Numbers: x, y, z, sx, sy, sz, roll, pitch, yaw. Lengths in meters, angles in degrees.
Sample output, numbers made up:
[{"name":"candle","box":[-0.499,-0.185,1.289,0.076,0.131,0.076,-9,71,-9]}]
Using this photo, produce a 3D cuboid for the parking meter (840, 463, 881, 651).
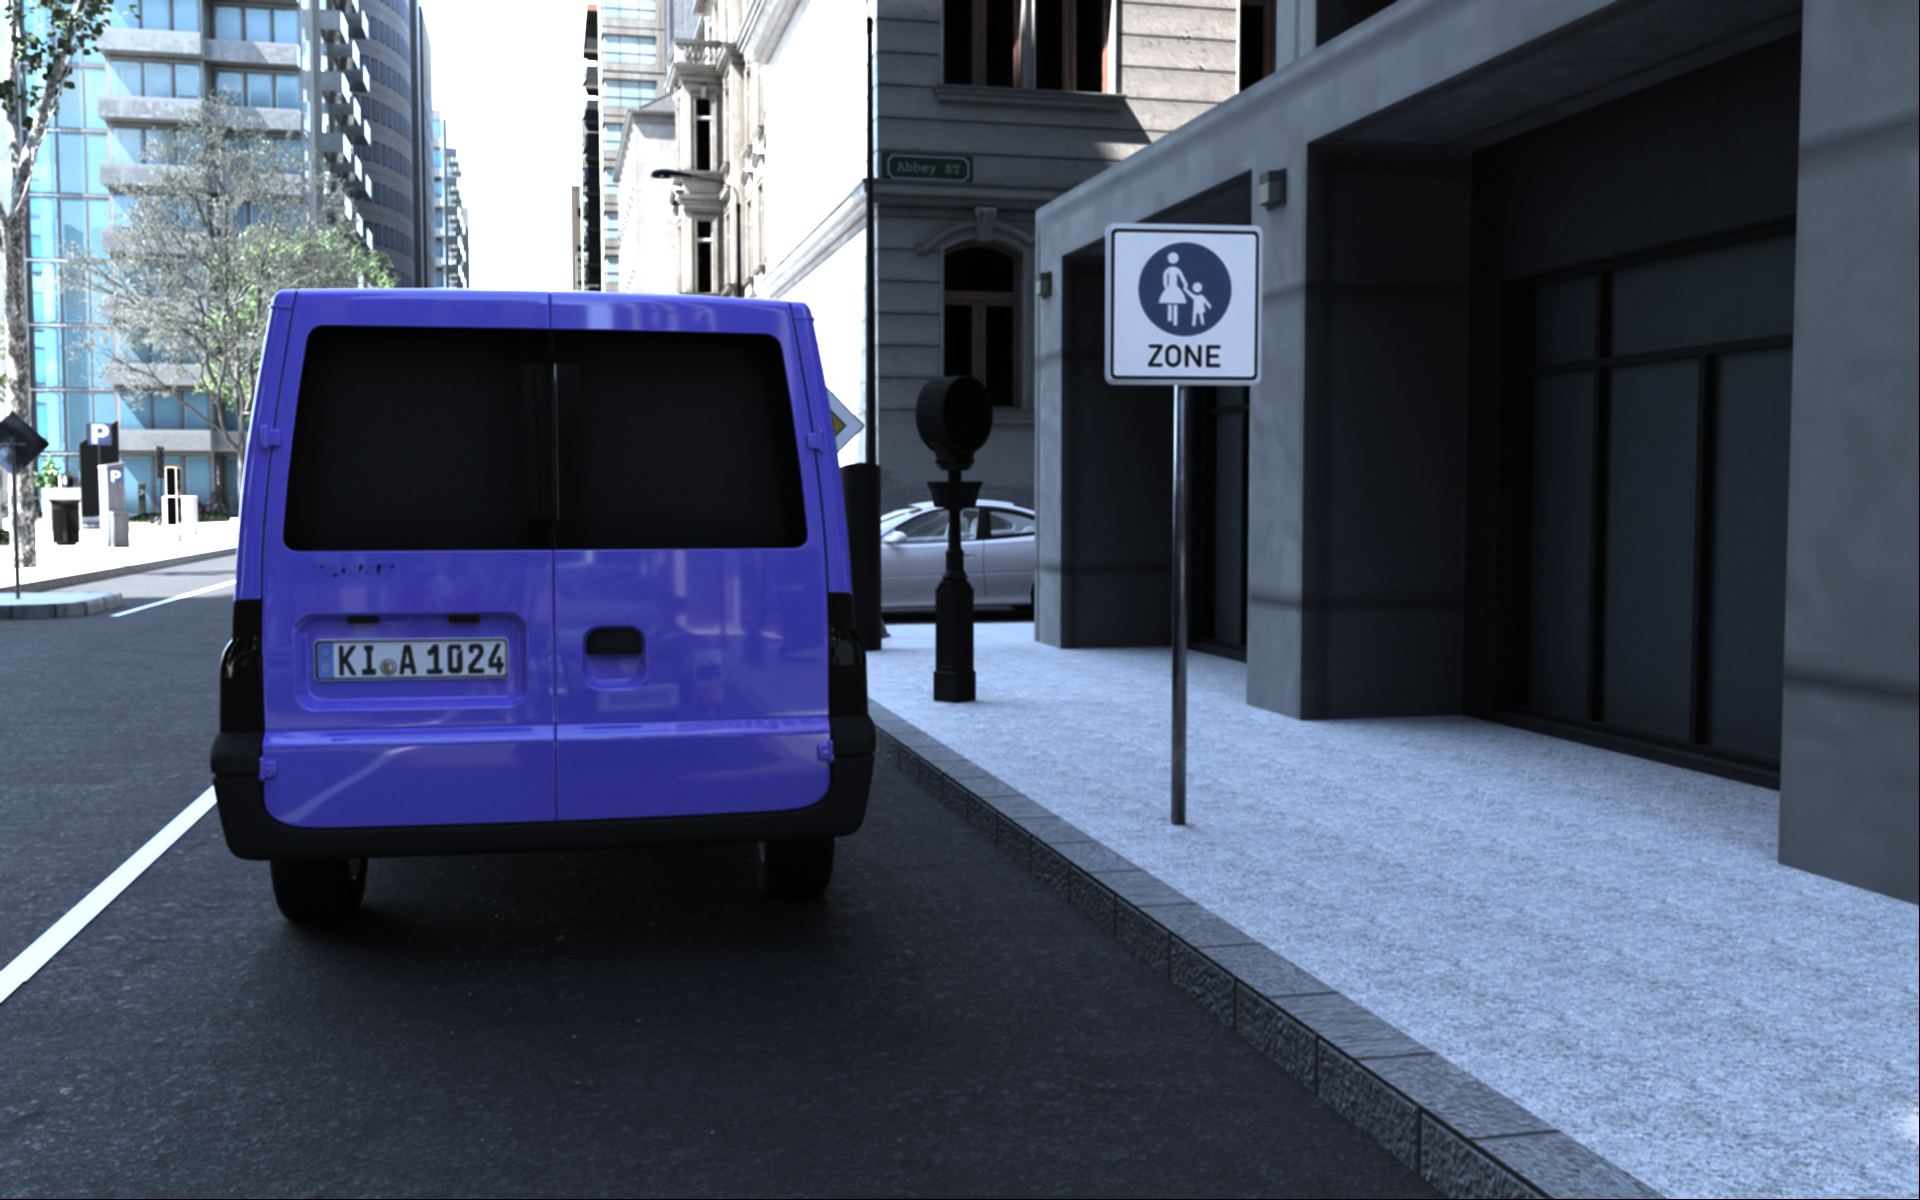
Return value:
[{"name":"parking meter","box":[-0.836,-0.358,14.268,0.372,1.533,0.369,0,3,0]}]

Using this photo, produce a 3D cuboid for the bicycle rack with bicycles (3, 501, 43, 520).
[{"name":"bicycle rack with bicycles","box":[-46.915,-4.486,86.731,2.852,0.926,2.925,1,4,10]}]

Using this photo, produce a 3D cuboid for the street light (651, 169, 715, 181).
[{"name":"street light","box":[-3.727,-3.211,25.039,1.470,5.913,1.316,-1,4,-13]}]

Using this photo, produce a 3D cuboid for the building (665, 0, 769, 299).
[{"name":"building","box":[-3.211,-14.900,62.706,14.460,24.649,34.723,-1,4,-13]}]

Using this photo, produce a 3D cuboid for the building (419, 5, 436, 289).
[{"name":"building","box":[-54.723,-30.922,155.680,14.600,45.320,14.200,-1,4,-13]}]

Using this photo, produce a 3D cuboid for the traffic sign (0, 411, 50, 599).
[{"name":"traffic sign","box":[-11.515,-1.069,21.116,0.795,2.450,0.064,-1,4,-13]}]

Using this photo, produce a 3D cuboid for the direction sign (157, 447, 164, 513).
[{"name":"direction sign","box":[-38.267,-5.563,82.953,0.379,3.537,0.876,0,4,-7]}]

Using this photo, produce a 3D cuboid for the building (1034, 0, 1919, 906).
[{"name":"building","box":[12.969,-34.684,5.342,20.563,71.187,20.611,-1,4,-13]}]

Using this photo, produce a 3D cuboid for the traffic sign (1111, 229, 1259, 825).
[{"name":"traffic sign","box":[0.848,-0.277,6.664,0.606,2.300,0.079,0,4,-7]}]

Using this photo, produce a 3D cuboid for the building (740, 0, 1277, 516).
[{"name":"building","box":[8.103,-15.018,32.938,23.554,28.519,14.401,-1,4,-13]}]

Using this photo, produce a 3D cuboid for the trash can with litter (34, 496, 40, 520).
[{"name":"trash can with litter","box":[-45.158,-4.437,83.933,1.055,1.170,0.624,1,4,20]}]

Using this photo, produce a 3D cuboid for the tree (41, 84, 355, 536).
[{"name":"tree","box":[-22.205,-8.725,53.019,12.009,13.543,11.850,0,3,0]}]

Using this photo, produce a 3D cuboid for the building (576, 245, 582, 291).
[{"name":"building","box":[-37.811,-26.421,203.677,14.160,30.474,14.107,-1,4,-13]}]

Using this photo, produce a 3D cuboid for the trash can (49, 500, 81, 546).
[{"name":"trash can","box":[-22.378,-1.938,43.337,0.748,1.137,0.748,0,3,0]}]

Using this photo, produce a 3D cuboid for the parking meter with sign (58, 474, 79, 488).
[{"name":"parking meter with sign","box":[-34.371,-4.315,66.808,1.738,3.016,0.543,-3,4,-36]}]

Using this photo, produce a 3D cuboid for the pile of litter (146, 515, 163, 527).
[{"name":"pile of litter","box":[-31.124,-3.323,68.289,1.719,0.858,1.176,-1,4,-14]}]

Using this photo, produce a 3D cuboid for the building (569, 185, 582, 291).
[{"name":"building","box":[-47.925,-36.414,245.486,14.600,45.320,14.200,-1,4,-13]}]

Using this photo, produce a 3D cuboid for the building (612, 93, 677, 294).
[{"name":"building","box":[-12.296,-14.617,88.134,9.793,20.994,18.267,-1,4,-13]}]

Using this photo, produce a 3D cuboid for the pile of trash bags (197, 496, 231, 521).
[{"name":"pile of trash bags","box":[-35.615,-4.495,83.250,3.447,1.369,1.912,-2,4,-32]}]

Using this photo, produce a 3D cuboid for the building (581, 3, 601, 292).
[{"name":"building","box":[-22.820,-30.761,157.574,22.147,44.769,28.867,-1,4,-13]}]

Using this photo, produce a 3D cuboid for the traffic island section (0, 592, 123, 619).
[{"name":"traffic island section","box":[-11.536,0.068,21.172,2.009,0.180,2.903,-1,4,-13]}]

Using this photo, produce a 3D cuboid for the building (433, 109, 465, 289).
[{"name":"building","box":[-73.280,-36.424,215.137,23.786,49.044,30.456,-1,4,-13]}]

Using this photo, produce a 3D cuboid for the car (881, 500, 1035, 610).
[{"name":"car","box":[-0.316,-0.491,20.393,4.827,1.381,2.083,-1,4,-13]}]

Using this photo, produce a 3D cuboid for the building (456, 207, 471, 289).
[{"name":"building","box":[-74.670,-33.923,238.239,14.154,41.232,14.086,-1,4,-13]}]

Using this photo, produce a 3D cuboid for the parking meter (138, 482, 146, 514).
[{"name":"parking meter","box":[-40.620,-4.912,86.014,0.255,1.863,0.399,-1,4,-12]}]

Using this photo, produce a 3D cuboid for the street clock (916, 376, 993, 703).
[{"name":"street clock","box":[-0.033,-0.375,10.700,0.358,2.002,0.471,3,5,41]}]

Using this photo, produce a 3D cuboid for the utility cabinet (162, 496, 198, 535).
[{"name":"utility cabinet","box":[-24.376,-2.628,54.133,1.020,1.237,0.306,0,4,6]}]

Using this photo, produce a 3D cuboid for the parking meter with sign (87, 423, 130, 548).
[{"name":"parking meter with sign","box":[-20.548,-2.792,41.908,0.543,3.016,1.738,-3,5,-41]}]

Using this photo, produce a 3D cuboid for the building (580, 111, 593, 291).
[{"name":"building","box":[-34.205,-30.957,189.742,14.154,41.232,14.086,-1,4,-13]}]

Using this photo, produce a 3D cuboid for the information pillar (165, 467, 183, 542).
[{"name":"information pillar","box":[-21.108,-2.570,46.505,0.304,2.012,0.304,0,4,-2]}]

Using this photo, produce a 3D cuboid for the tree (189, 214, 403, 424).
[{"name":"tree","box":[-24.180,-8.424,63.483,9.928,11.665,9.643,0,3,0]}]

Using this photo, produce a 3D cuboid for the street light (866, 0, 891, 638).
[{"name":"street light","box":[-1.323,-2.613,15.271,1.470,5.913,1.316,-1,4,-13]}]

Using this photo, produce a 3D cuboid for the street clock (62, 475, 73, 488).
[{"name":"street clock","box":[-33.882,-3.746,65.815,0.471,2.002,0.358,3,5,41]}]

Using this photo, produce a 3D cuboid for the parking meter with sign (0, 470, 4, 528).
[{"name":"parking meter with sign","box":[-31.108,-3.631,55.623,0.543,3.016,1.738,-1,4,-13]}]

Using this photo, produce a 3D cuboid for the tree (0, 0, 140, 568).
[{"name":"tree","box":[-17.800,-10.620,29.520,12.611,20.169,13.585,0,3,0]}]

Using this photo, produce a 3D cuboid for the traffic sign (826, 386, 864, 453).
[{"name":"traffic sign","box":[-1.241,-0.715,15.339,0.795,2.450,0.064,-1,4,-13]}]

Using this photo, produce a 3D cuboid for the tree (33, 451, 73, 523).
[{"name":"tree","box":[-40.712,-5.063,77.378,1.663,3.219,1.824,0,3,0]}]

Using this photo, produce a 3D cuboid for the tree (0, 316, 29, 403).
[{"name":"tree","box":[-34.808,-6.723,60.285,4.737,8.622,4.395,0,3,0]}]

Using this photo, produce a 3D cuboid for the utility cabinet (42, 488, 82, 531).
[{"name":"utility cabinet","box":[-30.579,-3.077,58.996,1.173,1.500,0.318,-2,4,-30]}]

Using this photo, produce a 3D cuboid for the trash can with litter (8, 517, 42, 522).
[{"name":"trash can with litter","box":[-43.190,-4.205,79.801,2.233,1.210,1.678,1,4,14]}]

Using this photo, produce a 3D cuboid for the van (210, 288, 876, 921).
[{"name":"van","box":[-1.728,-0.197,7.606,2.240,2.365,5.245,-1,4,-12]}]

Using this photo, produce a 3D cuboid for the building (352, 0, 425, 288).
[{"name":"building","box":[-53.364,-36.180,133.543,21.231,58.520,28.212,-1,4,-13]}]

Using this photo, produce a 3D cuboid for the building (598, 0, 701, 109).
[{"name":"building","box":[-15.375,-25.969,108.183,14.154,41.232,14.086,-1,4,-13]}]

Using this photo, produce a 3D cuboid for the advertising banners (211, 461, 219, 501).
[{"name":"advertising banners","box":[-38.726,-5.744,90.104,0.090,3.025,2.074,-1,4,-13]}]

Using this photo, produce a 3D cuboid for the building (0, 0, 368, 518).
[{"name":"building","box":[-48.218,-29.685,104.955,23.786,49.044,30.456,-1,4,-13]}]

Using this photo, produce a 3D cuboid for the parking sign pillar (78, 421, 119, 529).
[{"name":"parking sign pillar","box":[-31.494,-4.580,63.347,1.447,3.967,1.447,-3,4,-38]}]
